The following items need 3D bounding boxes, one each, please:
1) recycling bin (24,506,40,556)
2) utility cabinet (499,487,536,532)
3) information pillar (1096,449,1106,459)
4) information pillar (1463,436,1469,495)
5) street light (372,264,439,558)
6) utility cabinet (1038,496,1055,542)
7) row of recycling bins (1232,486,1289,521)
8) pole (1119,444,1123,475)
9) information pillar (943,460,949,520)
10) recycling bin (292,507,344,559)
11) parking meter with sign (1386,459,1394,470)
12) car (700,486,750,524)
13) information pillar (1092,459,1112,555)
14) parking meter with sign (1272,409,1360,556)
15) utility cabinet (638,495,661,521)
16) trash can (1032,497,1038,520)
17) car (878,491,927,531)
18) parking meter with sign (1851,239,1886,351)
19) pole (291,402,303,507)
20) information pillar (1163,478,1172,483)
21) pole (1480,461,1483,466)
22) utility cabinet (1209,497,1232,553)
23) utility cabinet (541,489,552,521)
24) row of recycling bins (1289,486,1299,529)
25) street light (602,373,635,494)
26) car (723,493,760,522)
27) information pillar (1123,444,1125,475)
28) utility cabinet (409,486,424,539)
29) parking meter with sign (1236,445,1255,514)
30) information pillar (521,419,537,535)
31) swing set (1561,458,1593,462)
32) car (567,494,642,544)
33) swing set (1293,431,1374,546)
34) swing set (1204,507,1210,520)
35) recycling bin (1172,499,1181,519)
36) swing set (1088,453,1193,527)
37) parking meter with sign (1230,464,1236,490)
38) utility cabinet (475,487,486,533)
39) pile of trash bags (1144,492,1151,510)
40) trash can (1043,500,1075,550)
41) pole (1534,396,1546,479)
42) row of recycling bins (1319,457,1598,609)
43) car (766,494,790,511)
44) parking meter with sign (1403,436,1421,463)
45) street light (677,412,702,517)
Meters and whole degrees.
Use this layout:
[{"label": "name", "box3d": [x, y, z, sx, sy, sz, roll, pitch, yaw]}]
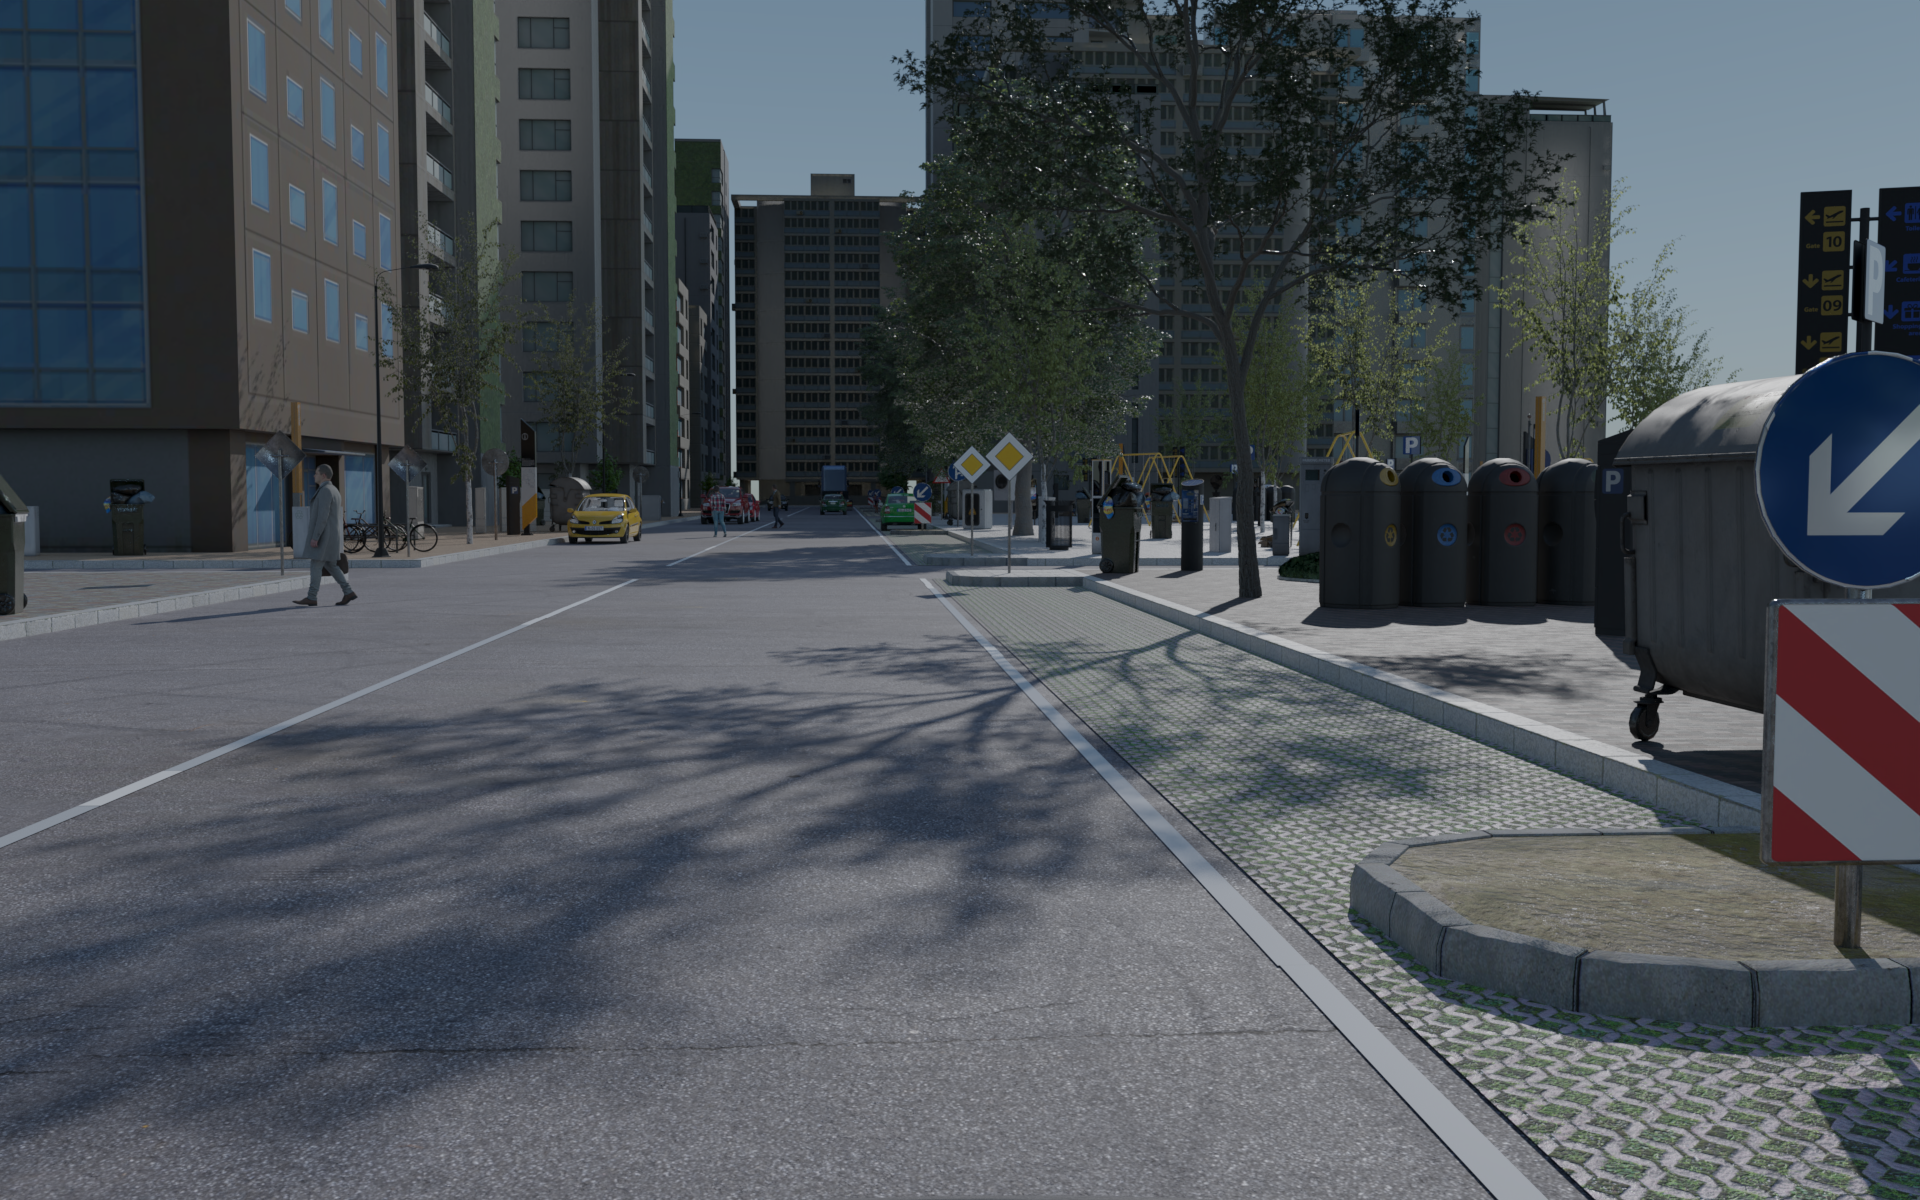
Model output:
[{"label": "recycling bin", "box3d": [-19.498, -1.424, 35.837, 0.722, 1.027, 0.722, -1, 4, -21]}, {"label": "utility cabinet", "box3d": [-14.950, -3.049, 58.537, 1.173, 1.500, 0.318, -2, 4, -30]}, {"label": "information pillar", "box3d": [6.840, -5.674, 84.122, 0.504, 3.616, 0.183, -1, 4, -12]}, {"label": "information pillar", "box3d": [20.457, -4.813, 70.052, 0.183, 3.616, 0.504, 2, 4, 34]}, {"label": "street light", "box3d": [-11.207, -3.821, 35.019, 1.470, 5.913, 1.316, 0, 4, -4]}, {"label": "utility cabinet", "box3d": [2.330, -2.151, 46.323, 0.306, 1.237, 1.020, 1, 4, 13]}, {"label": "row of recycling bins", "box3d": [14.701, -4.670, 83.471, 3.534, 1.692, 1.069, -2, 4, -29]}, {"label": "pole", "box3d": [6.486, -4.654, 69.933, 0.158, 3.312, 0.155, 0, 3, 0]}, {"label": "information pillar", "box3d": [-0.656, -5.814, 86.420, 0.183, 3.616, 0.504, -1, 4, -20]}, {"label": "recycling bin", "box3d": [-12.842, -1.352, 34.651, 0.722, 1.027, 0.722, 1, 4, 11]}, {"label": "parking meter with sign", "box3d": [20.855, -5.531, 86.699, 0.543, 3.016, 1.738, -3, 4, -36]}, {"label": "car", "box3d": [-11.307, -4.582, 83.596, 2.281, 1.827, 5.304, 0, 4, -2]}, {"label": "information pillar", "box3d": [3.007, -1.977, 36.822, 0.304, 2.012, 0.304, 3, 5, 40]}, {"label": "parking meter with sign", "box3d": [7.367, -2.422, 35.861, 1.738, 3.016, 0.543, 1, 4, 14]}, {"label": "utility cabinet", "box3d": [-14.975, -4.429, 83.574, 1.020, 1.237, 0.306, 0, 4, -3]}, {"label": "trash can", "box3d": [3.645, -4.634, 87.422, 0.748, 1.137, 0.748, 0, 3, 0]}, {"label": "car", "box3d": [-2.256, -3.646, 68.405, 1.959, 1.807, 4.718, 0, 4, -3]}, {"label": "parking meter with sign", "box3d": [6.945, -0.937, 11.578, 1.738, 3.016, 0.543, 3, 5, 40]}, {"label": "pole", "box3d": [-14.758, -2.735, 38.566, 0.158, 3.312, 0.155, 0, 3, 0]}, {"label": "information pillar", "box3d": [9.540, -4.595, 79.616, 0.304, 2.012, 0.304, -3, 5, -43]}, {"label": "pole", "box3d": [32.374, -6.962, 107.671, 0.158, 3.312, 0.155, 0, 3, 0]}, {"label": "utility cabinet", "box3d": [5.770, -1.668, 38.430, 0.306, 1.237, 1.020, 0, 4, -4]}, {"label": "utility cabinet", "box3d": [-19.346, -4.399, 80.604, 1.173, 1.500, 0.318, -1, 4, -16]}, {"label": "row of recycling bins", "box3d": [13.692, -3.356, 61.978, 3.534, 1.692, 1.069, -1, 4, -21]}, {"label": "street light", "box3d": [-13.185, -5.759, 66.704, 1.470, 5.913, 1.316, 0, 4, -4]}, {"label": "car", "box3d": [-11.449, -4.964, 90.199, 2.155, 1.783, 4.494, 0, 4, -2]}, {"label": "information pillar", "box3d": [7.597, -5.460, 80.631, 0.183, 3.616, 0.504, 0, 4, -3]}, {"label": "utility cabinet", "box3d": [-15.391, -2.465, 48.975, 0.318, 1.500, 1.173, -1, 4, -9]}, {"label": "parking meter with sign", "box3d": [10.323, -4.032, 62.184, 0.543, 3.016, 1.738, 1, 4, 11]}, {"label": "information pillar", "box3d": [-13.371, -3.812, 53.682, 0.504, 3.616, 0.183, 1, 4, 12]}, {"label": "swing set", "box3d": [27.408, -4.871, 77.259, 2.862, 2.851, 3.119, 0, 4, -3]}, {"label": "car", "box3d": [-10.495, -2.508, 51.235, 2.015, 1.641, 3.980, 0, 4, -2]}, {"label": "swing set", "box3d": [9.815, -2.824, 43.791, 2.862, 2.851, 3.119, 0, 4, 5]}, {"label": "swing set", "box3d": [8.528, -4.516, 71.455, 2.862, 2.851, 3.119, -1, 4, -19]}, {"label": "recycling bin", "box3d": [10.429, -4.375, 84.091, 0.722, 1.027, 0.722, 0, 4, -7]}, {"label": "swing set", "box3d": [6.948, -4.229, 66.763, 2.862, 2.851, 3.119, -2, 4, -26]}, {"label": "parking meter with sign", "box3d": [16.318, -6.383, 100.623, 0.543, 3.016, 1.738, -1, 4, -19]}, {"label": "utility cabinet", "box3d": [-15.665, -2.929, 56.571, 0.318, 1.500, 1.173, -1, 4, -13]}, {"label": "pile of trash bags", "box3d": [10.602, -4.781, 87.928, 1.912, 1.369, 3.447, -3, 4, -38]}, {"label": "trash can", "box3d": [2.268, -1.713, 39.655, 0.748, 1.137, 0.748, 0, 3, 0]}, {"label": "pole", "box3d": [12.118, -2.592, 36.223, 0.158, 3.312, 0.155, 0, 3, 0]}, {"label": "row of recycling bins", "box3d": [5.826, -0.787, 19.976, 3.534, 1.692, 1.069, -1, 4, -13]}, {"label": "car", "box3d": [-15.581, -8.457, 148.050, 2.009, 1.686, 4.222, 0, 4, -6]}, {"label": "parking meter with sign", "box3d": [14.128, -3.460, 52.839, 0.543, 3.016, 1.738, 3, 5, 39]}, {"label": "street light", "box3d": [-15.359, -7.701, 98.455, 1.470, 5.913, 1.316, 0, 4, -4]}]
